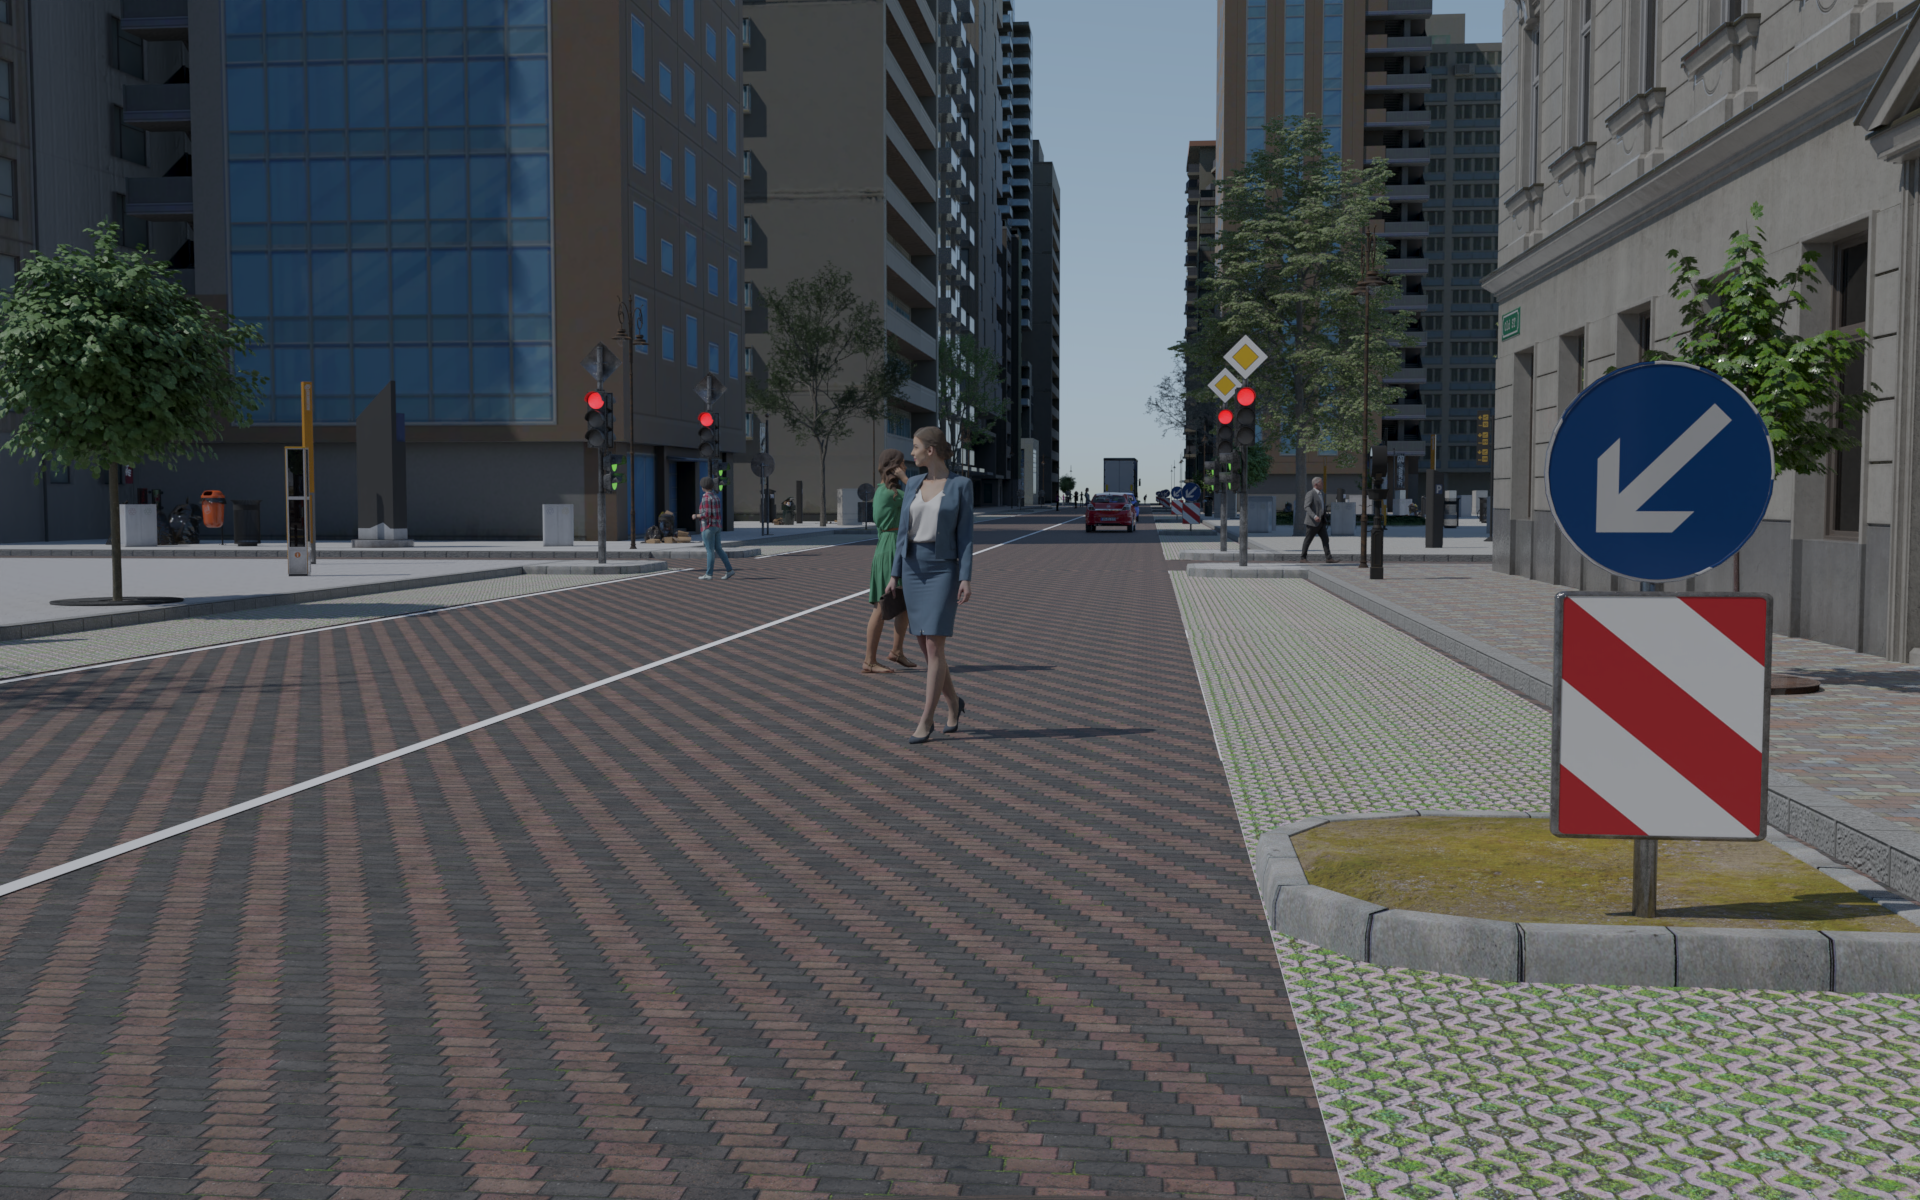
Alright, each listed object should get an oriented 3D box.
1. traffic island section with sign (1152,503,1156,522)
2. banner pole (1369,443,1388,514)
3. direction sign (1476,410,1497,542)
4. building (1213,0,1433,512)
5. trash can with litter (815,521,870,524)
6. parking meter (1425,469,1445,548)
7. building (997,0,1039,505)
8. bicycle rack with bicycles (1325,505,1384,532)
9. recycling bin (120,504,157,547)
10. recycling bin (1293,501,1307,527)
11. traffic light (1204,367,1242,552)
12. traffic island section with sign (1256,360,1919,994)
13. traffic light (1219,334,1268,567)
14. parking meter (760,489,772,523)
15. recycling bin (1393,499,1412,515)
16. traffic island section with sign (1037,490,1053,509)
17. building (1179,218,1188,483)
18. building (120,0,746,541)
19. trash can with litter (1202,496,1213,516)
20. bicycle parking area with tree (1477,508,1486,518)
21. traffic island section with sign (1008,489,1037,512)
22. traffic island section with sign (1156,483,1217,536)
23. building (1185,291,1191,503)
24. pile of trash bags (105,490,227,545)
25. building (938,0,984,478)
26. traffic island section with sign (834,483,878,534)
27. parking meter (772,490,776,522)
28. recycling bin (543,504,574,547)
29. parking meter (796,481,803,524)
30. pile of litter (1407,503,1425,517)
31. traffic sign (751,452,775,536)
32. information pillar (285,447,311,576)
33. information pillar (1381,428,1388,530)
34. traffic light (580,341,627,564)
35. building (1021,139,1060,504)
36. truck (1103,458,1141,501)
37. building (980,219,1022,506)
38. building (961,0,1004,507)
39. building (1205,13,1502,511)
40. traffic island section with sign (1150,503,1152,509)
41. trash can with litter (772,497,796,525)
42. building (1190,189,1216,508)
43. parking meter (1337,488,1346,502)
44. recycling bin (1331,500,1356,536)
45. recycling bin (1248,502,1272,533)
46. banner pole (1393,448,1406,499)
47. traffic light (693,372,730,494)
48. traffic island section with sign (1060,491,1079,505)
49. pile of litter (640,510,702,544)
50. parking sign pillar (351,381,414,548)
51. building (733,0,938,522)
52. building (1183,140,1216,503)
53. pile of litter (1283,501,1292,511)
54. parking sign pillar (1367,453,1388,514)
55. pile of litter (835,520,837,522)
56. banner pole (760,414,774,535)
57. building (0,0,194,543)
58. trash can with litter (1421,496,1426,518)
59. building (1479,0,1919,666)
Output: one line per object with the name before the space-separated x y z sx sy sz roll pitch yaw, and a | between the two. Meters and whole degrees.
traffic island section with sign | 10.873 -4.832 87.628 1.989 1.847 2.006 0 4 6
banner pole | 18.142 -5.206 75.135 0.863 3.779 0.401 -1 4 -9
direction sign | 14.359 -3.348 46.739 0.876 3.537 0.379 3 4 38
building | 25.876 -29.130 126.393 14.600 45.320 14.200 0 4 6
trash can with litter | -5.099 -3.871 74.348 2.233 1.210 1.678 1 4 16
parking meter | 11.313 -2.174 41.249 0.399 1.863 0.255 -2 4 -31
building | -1.030 -55.107 213.667 22.319 86.520 31.000 0 4 6
bicycle rack with bicycles | 12.872 -2.769 58.660 2.925 0.926 2.852 -3 5 -39
recycling bin | -20.073 -1.821 42.319 0.722 1.027 0.722 -2 4 -34
recycling bin | 13.357 -3.353 67.377 0.722 1.027 0.722 1 4 13
traffic light | 5.868 -3.036 38.561 0.839 4.253 0.868 0 4 6
traffic island section with sign | 2.057 0.164 5.945 1.989 1.847 2.006 0 4 6
traffic light | 5.010 -2.551 30.622 0.839 4.253 0.868 0 4 6
parking meter | -8.715 -4.191 76.938 0.372 1.533 0.369 0 3 0
recycling bin | 22.576 -4.638 88.383 0.722 1.027 0.722 -1 4 -16
traffic island section with sign | 7.849 -9.613 165.804 1.989 1.847 2.006 0 4 6
building | 44.511 -38.835 254.552 23.786 49.044 30.456 0 4 6
building | -15.095 -24.637 52.931 14.600 45.320 14.200 0 4 6
trash can with litter | 14.159 -5.360 99.030 0.624 1.170 1.055 0 4 8
bicycle parking area with tree | 28.478 -5.738 80.822 9.016 4.147 8.231 2 4 24
traffic island section with sign | 4.907 -7.952 138.642 1.989 1.847 2.006 0 4 6
traffic island section with sign | 7.906 -3.154 60.196 1.989 1.847 2.006 0 4 6
building | 37.490 -28.245 233.506 14.160 30.474 14.107 0 4 6
pile of trash bags | -19.928 -2.089 43.900 3.447 1.369 1.912 2 4 24
building | -10.783 -31.251 130.556 23.786 49.044 30.456 0 4 6
traffic island section with sign | -3.376 -3.266 62.027 1.989 1.847 2.006 0 4 6
parking meter | -8.390 -4.215 77.327 0.372 1.533 0.369 0 3 0
recycling bin | -9.884 -1.839 42.629 0.722 1.027 0.722 -1 4 -11
parking meter | -6.963 -4.245 75.116 0.255 1.863 0.399 0 4 0
pile of litter | 21.259 -4.135 81.570 1.719 0.858 1.176 1 4 18
traffic sign | -6.043 -3.237 53.029 0.768 2.556 0.104 1 4 10
information pillar | -10.336 -1.380 27.050 0.304 2.012 0.304 -1 4 -11
information pillar | 15.178 -4.317 61.934 0.183 3.616 0.504 0 4 3
traffic light | -6.585 -2.626 31.855 0.839 4.253 0.868 0 4 6
building | 2.707 -37.745 240.827 21.300 48.544 21.600 0 4 6
truck | 12.969 -9.173 138.893 2.839 4.237 11.283 0 4 7
building | -1.027 -25.054 181.339 14.160 30.474 14.107 0 4 6
building | -10.355 -34.880 159.523 28.713 52.752 27.495 0 4 6
building | 37.013 -27.706 144.879 32.217 40.220 23.993 0 4 6
traffic island section with sign | 16.337 -7.924 138.185 1.989 1.847 2.006 0 4 6
trash can with litter | -7.282 -3.665 71.312 1.055 1.170 0.624 2 4 30
building | 29.682 -24.106 165.829 14.160 30.474 14.107 0 4 6
parking meter | 16.431 -4.052 74.656 0.372 1.533 0.369 0 3 0
recycling bin | 11.916 -2.525 53.837 0.722 1.027 0.722 1 4 16
recycling bin | 9.937 -2.748 57.477 0.722 1.027 0.722 1 4 20
banner pole | 23.627 -6.327 93.460 0.863 3.779 0.401 -1 4 -12
traffic light | -5.727 -3.111 39.794 0.839 4.253 0.868 0 4 6
traffic island section with sign | 13.745 -12.957 220.470 1.989 1.847 2.006 0 4 6
pile of litter | -7.549 -1.920 45.360 1.719 0.858 1.176 -1 4 -17
parking sign pillar | -13.927 -3.255 41.687 1.447 3.967 1.447 2 4 33
building | -12.970 -28.553 90.541 21.300 48.544 21.600 0 4 6
building | 38.461 -34.001 210.547 22.147 44.769 28.867 0 4 6
pile of litter | 19.778 -5.441 102.926 1.176 0.858 1.719 3 5 43
parking sign pillar | 24.647 -6.982 102.635 1.447 3.967 1.447 1 4 22
pile of litter | -4.973 -3.942 78.414 1.176 0.858 1.719 -2 4 -33
banner pole | -6.052 -3.894 53.689 0.401 3.779 0.863 1 4 15
building | -31.179 -22.378 49.474 14.086 41.232 14.154 0 4 6
trash can with litter | 20.976 -4.175 79.326 2.233 1.210 1.678 -2 4 -32
building | 14.441 -14.039 5.952 17.030 29.872 44.131 0 4 6
